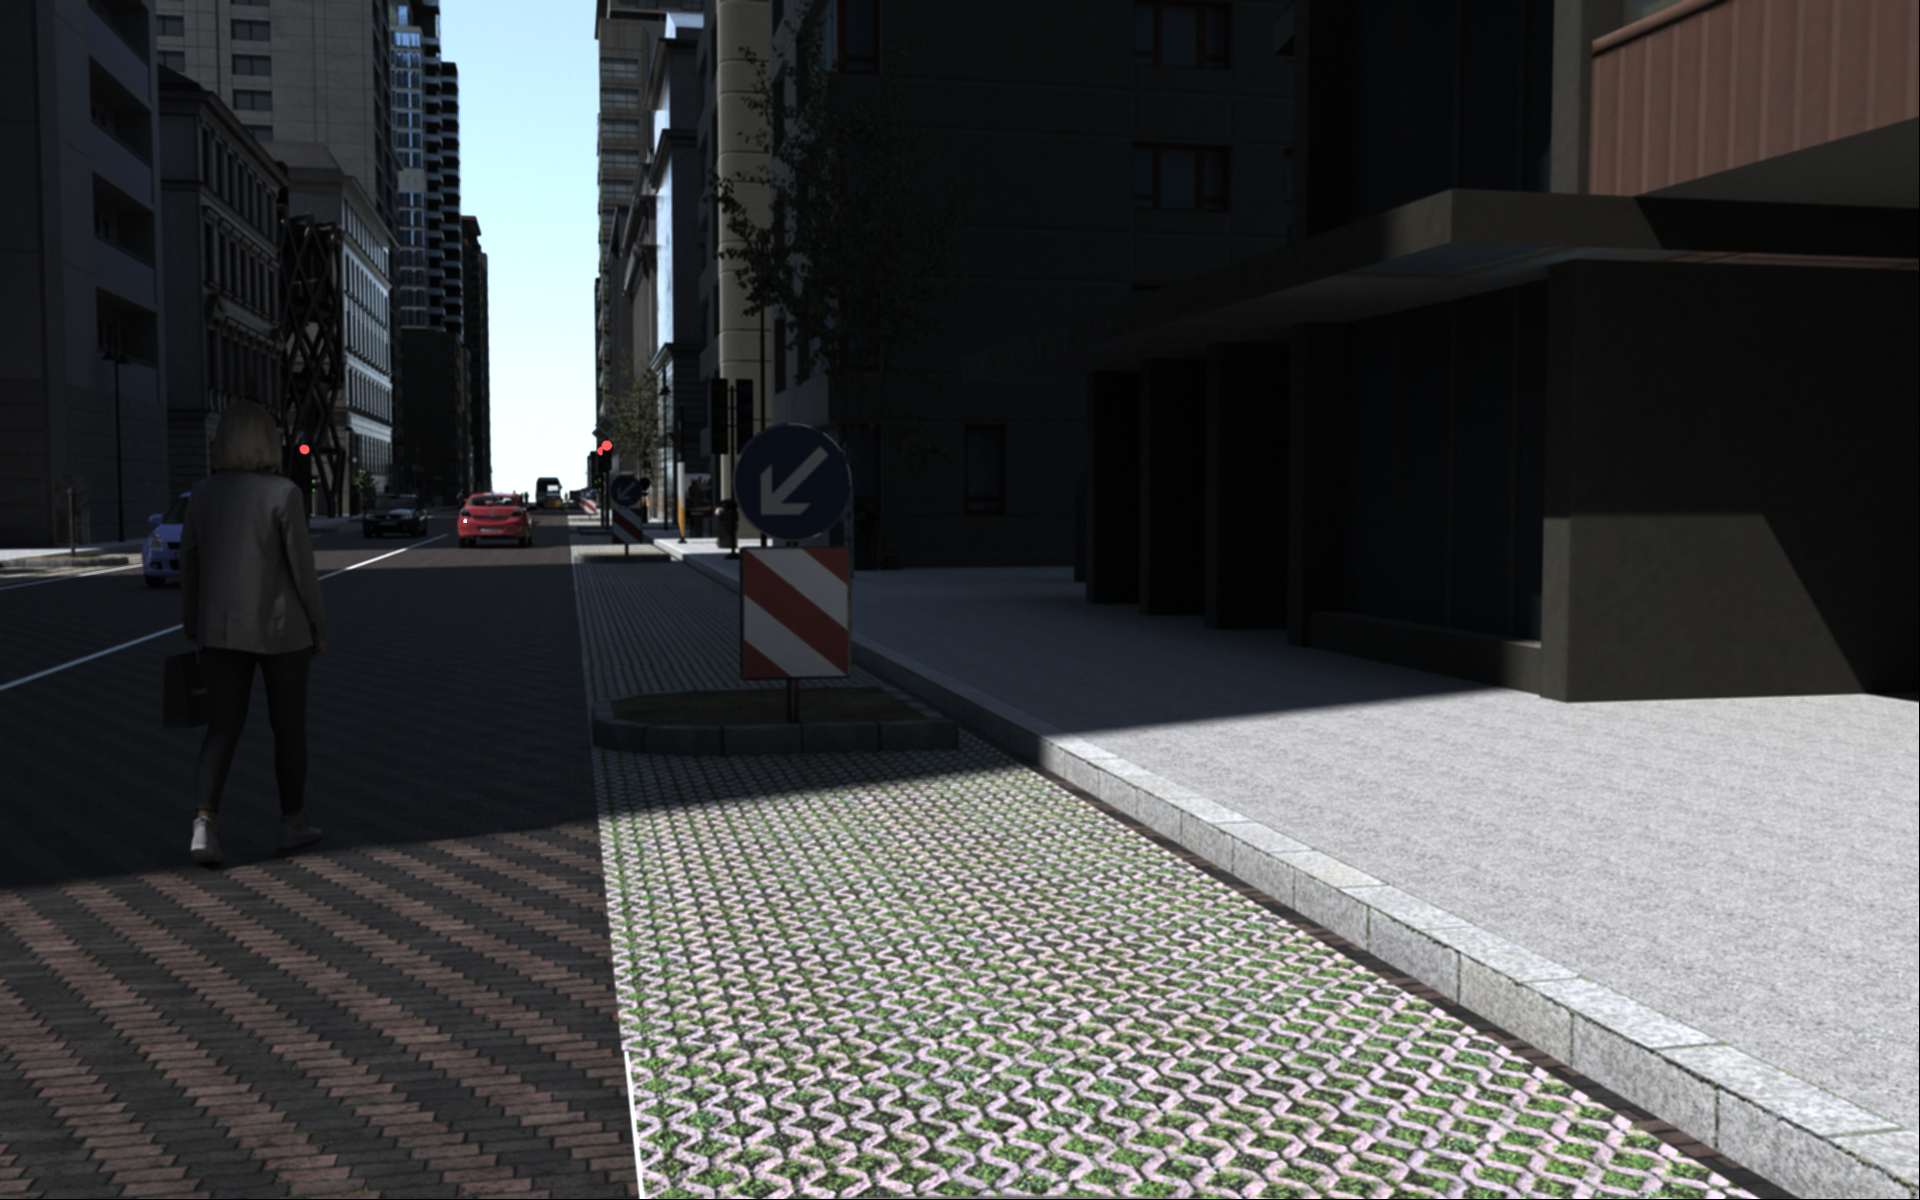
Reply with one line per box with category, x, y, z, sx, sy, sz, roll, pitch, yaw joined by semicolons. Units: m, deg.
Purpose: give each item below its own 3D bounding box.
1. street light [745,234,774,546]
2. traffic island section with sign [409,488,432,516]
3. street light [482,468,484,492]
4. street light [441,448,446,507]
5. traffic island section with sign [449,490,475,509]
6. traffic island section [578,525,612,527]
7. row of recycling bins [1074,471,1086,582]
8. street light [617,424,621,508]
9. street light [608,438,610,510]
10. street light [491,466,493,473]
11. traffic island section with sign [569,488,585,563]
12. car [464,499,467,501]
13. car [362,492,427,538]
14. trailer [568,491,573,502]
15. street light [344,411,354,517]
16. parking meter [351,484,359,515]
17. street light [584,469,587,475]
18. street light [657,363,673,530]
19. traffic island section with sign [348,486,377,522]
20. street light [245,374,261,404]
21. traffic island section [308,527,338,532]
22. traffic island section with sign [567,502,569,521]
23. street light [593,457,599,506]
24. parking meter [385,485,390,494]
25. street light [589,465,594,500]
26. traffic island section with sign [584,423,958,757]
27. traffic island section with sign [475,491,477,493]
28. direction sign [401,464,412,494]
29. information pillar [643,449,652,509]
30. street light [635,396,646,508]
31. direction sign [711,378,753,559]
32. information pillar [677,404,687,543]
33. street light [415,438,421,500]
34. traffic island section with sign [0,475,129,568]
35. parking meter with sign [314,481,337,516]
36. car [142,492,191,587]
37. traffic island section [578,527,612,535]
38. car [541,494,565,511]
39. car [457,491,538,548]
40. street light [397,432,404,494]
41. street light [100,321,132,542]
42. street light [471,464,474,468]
street light;-3.506;-3.548;30.799;0.468;5.910;1.993;-1;4;-13
traffic island section with sign;-36.018;-6.477;114.527;1.989;1.847;2.006;-1;4;-13
street light;-69.319;-17.068;251.854;0.468;5.910;1.993;-1;4;-13
street light;-51.210;-12.172;171.799;0.468;5.910;1.993;-1;4;-13
traffic island section with sign;-47.287;-9.503;163.995;1.989;1.847;2.006;-1;4;-13
traffic island section;-14.183;-2.851;68.887;2.009;0.180;2.903;-1;4;-13
row of recycling bins;3.276;-1.155;26.002;3.534;1.692;1.069;-2;4;-28
street light;-22.060;-8.533;112.307;0.468;5.910;1.993;-1;4;-13
street light;-28.794;-10.352;142.044;0.468;5.910;1.993;-1;4;-13
street light;-76.088;-18.887;281.583;0.468;5.910;1.993;-1;4;-13
traffic island section with sign;-7.190;-1.714;36.660;1.989;1.847;2.006;-1;4;-13
car;-30.711;-6.245;111.142;2.155;1.783;4.494;-1;4;-13
car;-18.898;-2.948;57.985;2.009;1.686;4.222;-1;4;-11
trailer;-65.257;-17.407;291.658;1.471;1.999;3.904;-1;4;-12
street light;-33.966;-7.559;96.374;0.468;5.910;1.993;-1;4;-13
parking meter;-36.274;-6.000;103.813;0.399;1.863;0.255;1;4;15
street light;-57.382;-18.040;267.747;0.468;5.910;1.993;-1;4;-13
street light;-10.396;-5.400;61.072;0.468;5.910;1.993;-1;4;-13
traffic island section with sign;-30.028;-4.869;88.235;1.989;1.847;2.006;-1;4;-13
street light;-27.184;-5.741;66.648;0.468;5.910;1.993;-1;4;-13
traffic island section;-25.049;-2.700;66.426;2.009;0.180;2.903;-1;4;-13
traffic island section with sign;-19.598;-5.047;91.144;1.989;1.847;2.006;-1;4;-13
street light;-38.983;-13.091;186.831;0.468;5.910;1.993;-1;4;-13
parking meter;-36.811;-6.465;111.413;0.255;1.863;0.399;0;4;3
street light;-45.860;-14.924;216.801;0.468;5.910;1.993;-1;4;-13
traffic island section with sign;-1.199;-0.107;10.376;1.989;1.847;2.006;-1;4;-13
traffic island section with sign;-53.265;-11.110;190.282;1.989;1.847;2.006;-1;4;-13
direction sign;-42.199;-8.575;132.191;0.379;3.537;0.876;3;5;39
information pillar;-16.055;-5.967;88.920;0.504;3.616;0.183;1;4;18
street light;-15.120;-6.677;81.960;0.468;5.910;1.993;-1;4;-13
direction sign;-4.474;-2.574;34.083;0.876;3.537;0.379;-2;4;-29
information pillar;-7.277;-3.293;45.193;0.183;3.616;0.504;-1;4;-21
street light;-44.306;-10.340;141.851;0.468;5.910;1.993;-1;4;-13
traffic island section with sign;-17.799;-1.586;34.553;1.989;1.847;2.006;-1;4;-13
parking meter with sign;-38.136;-6.554;103.413;0.543;3.016;1.738;3;4;39
car;-11.994;-1.130;28.075;1.945;1.707;3.694;-1;4;-11
traffic island section;-12.410;-2.374;61.100;2.009;0.180;2.903;-1;4;-13
car;-35.437;-8.603;150.879;2.015;1.641;3.980;-1;4;-14
car;-12.695;-2.348;47.438;2.155;1.783;4.494;-1;4;-11
street light;-40.728;-9.381;126.159;0.468;5.910;1.993;-1;4;-13
street light;-22.501;-4.496;46.302;0.468;5.910;1.993;-1;4;-13
street light;-62.570;-15.245;222.040;0.468;5.910;1.993;-1;4;-13
